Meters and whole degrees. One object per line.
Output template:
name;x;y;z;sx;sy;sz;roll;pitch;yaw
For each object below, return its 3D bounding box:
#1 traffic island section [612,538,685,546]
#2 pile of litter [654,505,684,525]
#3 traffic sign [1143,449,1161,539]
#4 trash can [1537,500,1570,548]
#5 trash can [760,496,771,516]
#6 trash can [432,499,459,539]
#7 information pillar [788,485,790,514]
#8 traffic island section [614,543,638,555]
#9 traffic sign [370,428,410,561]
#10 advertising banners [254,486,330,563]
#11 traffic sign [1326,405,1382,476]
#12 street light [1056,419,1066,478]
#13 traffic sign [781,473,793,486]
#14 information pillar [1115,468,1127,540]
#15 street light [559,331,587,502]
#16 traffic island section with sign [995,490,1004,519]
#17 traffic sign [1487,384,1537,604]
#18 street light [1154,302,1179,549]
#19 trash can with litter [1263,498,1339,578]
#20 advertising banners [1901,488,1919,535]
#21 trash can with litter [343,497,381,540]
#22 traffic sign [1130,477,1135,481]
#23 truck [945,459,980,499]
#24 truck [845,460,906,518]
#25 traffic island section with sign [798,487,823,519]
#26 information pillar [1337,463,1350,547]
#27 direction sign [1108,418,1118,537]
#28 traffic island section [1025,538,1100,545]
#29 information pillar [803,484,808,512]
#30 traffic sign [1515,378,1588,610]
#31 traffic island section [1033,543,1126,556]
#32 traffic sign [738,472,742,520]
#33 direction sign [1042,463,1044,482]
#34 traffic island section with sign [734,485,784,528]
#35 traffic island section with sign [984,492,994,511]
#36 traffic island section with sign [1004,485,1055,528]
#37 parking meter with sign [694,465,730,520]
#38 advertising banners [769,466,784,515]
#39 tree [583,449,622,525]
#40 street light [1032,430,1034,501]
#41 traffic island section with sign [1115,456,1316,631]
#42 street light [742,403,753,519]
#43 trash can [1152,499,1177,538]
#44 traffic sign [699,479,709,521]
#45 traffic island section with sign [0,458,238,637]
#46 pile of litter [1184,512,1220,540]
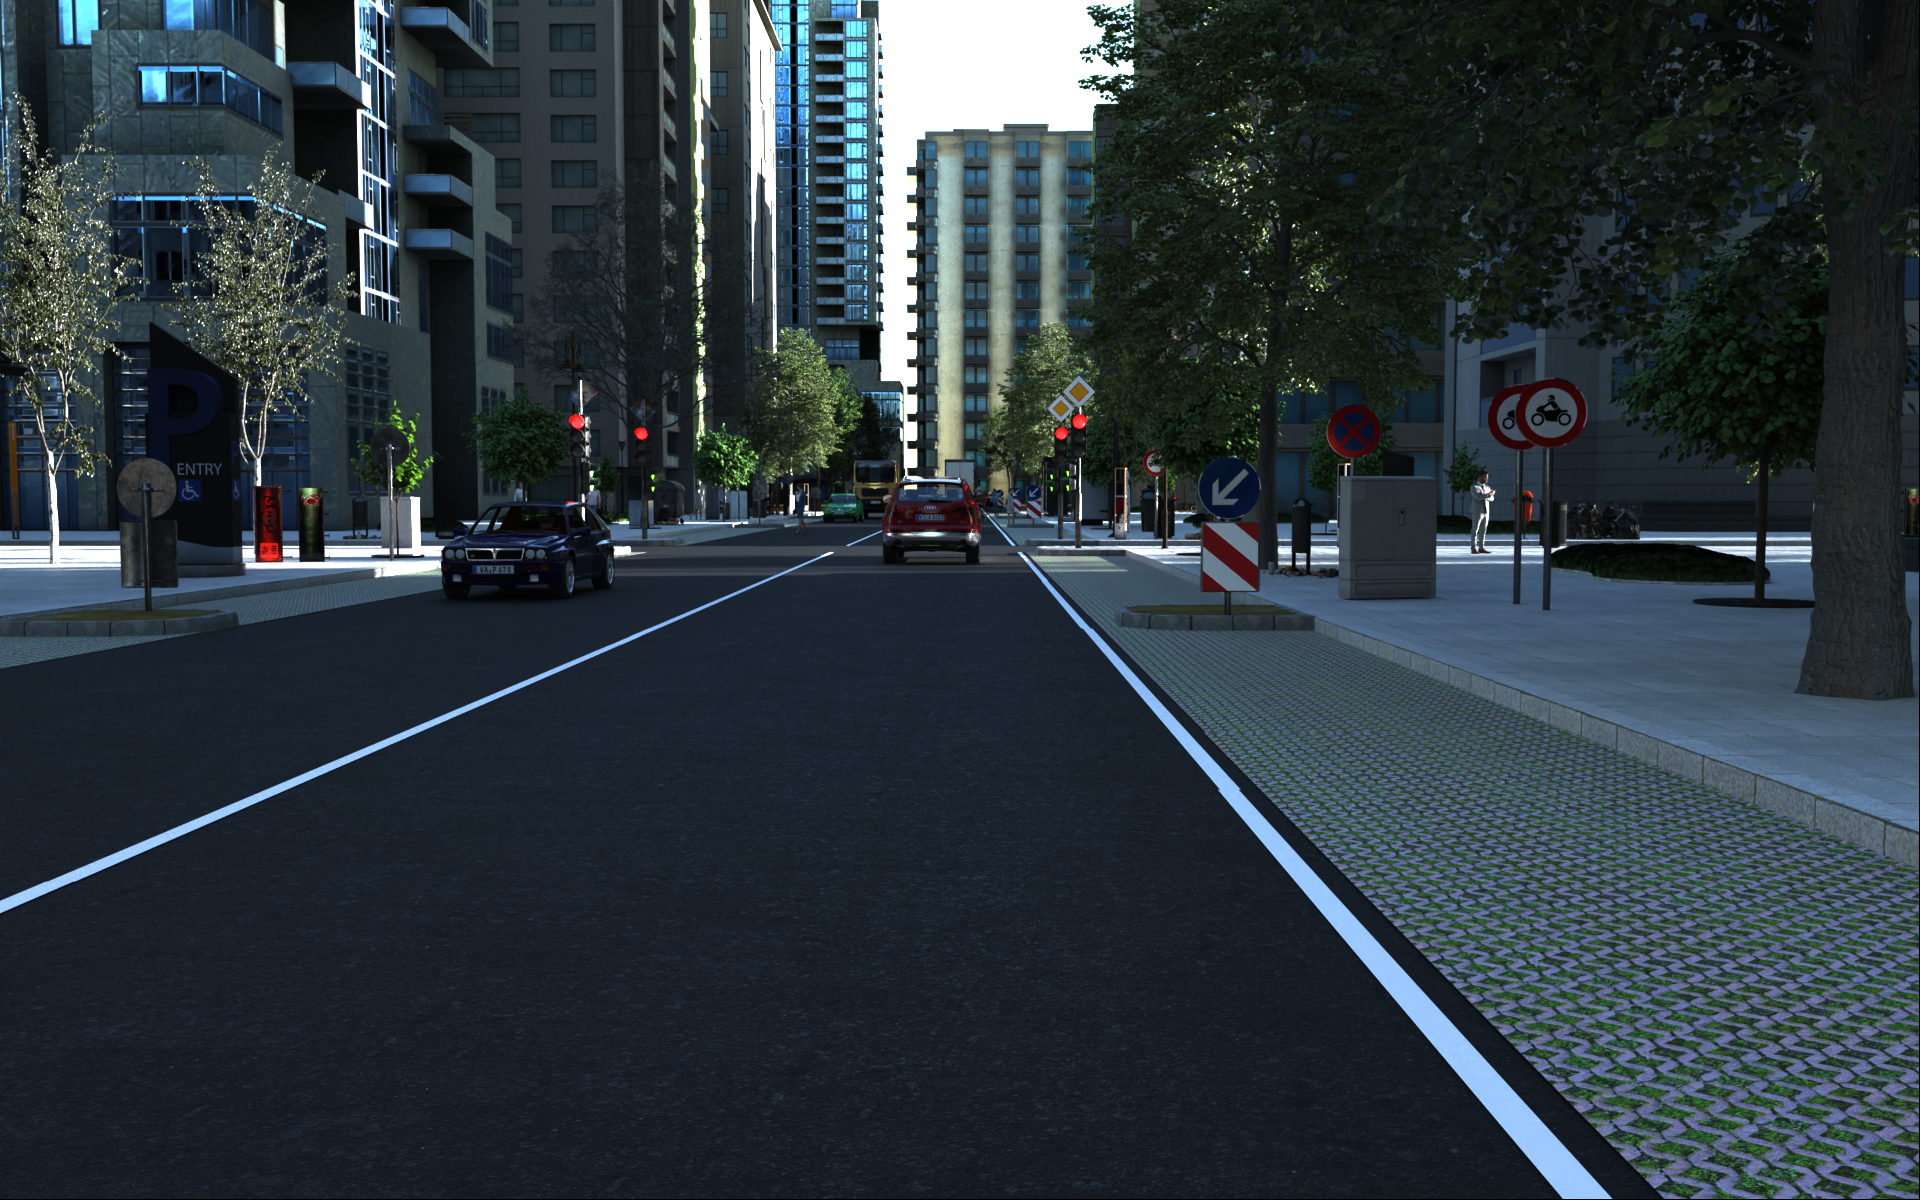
traffic island section;-8.972;-1.645;49.184;2.009;0.180;2.903;0;4;0
pile of litter;-12.129;-3.506;71.290;1.719;0.858;1.176;0;4;2
traffic sign;5.561;-2.995;49.078;0.768;2.556;0.104;0;4;7
trash can;14.177;-1.819;41.401;0.748;1.137;0.748;0;3;0
trash can;-11.561;-5.571;102.736;0.748;1.137;0.748;0;3;0
trash can;-14.594;-2.295;49.178;0.748;1.137;0.748;0;3;0
information pillar;-11.039;-6.512;110.967;0.304;2.012;0.304;0;4;-4
traffic island section;-9.011;-1.157;41.199;2.009;0.180;2.903;0;4;0
traffic sign;-10.925;-2.026;33.223;0.768;2.556;0.104;0;4;2
advertising banners;-12.910;-2.213;32.363;2.074;3.025;0.090;-2;4;-24
traffic sign;5.618;-1.509;24.772;0.768;2.556;0.104;0;4;7
street light;4.987;-6.856;84.890;0.468;5.910;1.993;0;4;0
traffic sign;-10.506;-6.429;105.225;0.768;2.556;0.104;0;4;2
information pillar;4.514;-2.700;48.631;0.304;2.012;0.304;1;4;14
street light;-10.998;-4.683;49.359;0.468;5.910;1.993;0;4;0
traffic island section with sign;3.119;-5.651;101.016;1.989;1.847;2.006;0;4;0
traffic sign;6.497;-1.225;20.133;0.768;2.556;0.104;0;4;7
street light;4.832;-4.151;40.649;0.468;5.910;1.993;0;4;0
trash can with litter;5.439;-0.986;27.179;1.678;1.210;2.233;-1;4;-16
advertising banners;22.341;-2.652;39.545;2.074;3.025;0.090;-1;4;-18
trash can with litter;-16.848;-2.364;49.712;1.678;1.210;2.233;2;4;26
traffic sign;6.849;-4.336;71.001;0.768;2.556;0.104;0;4;8
truck;0.169;-9.563;145.269;2.839;4.237;11.283;0;4;2
truck;-4.926;-6.497;102.143;3.469;3.379;9.791;0;4;-2
traffic island section with sign;-8.395;-5.652;101.039;1.989;1.847;2.006;0;4;0
information pillar;9.289;-2.274;41.675;0.304;2.012;0.304;-2;4;-25
direction sign;4.571;-3.625;51.268;0.379;3.537;0.876;0;4;-6
traffic island section;2.869;-1.642;49.121;2.009;0.180;2.903;0;4;0
information pillar;-11.079;-7.338;124.462;0.304;2.012;0.304;-1;4;-22
traffic sign;6.484;-1.160;19.072;0.768;2.556;0.104;1;4;10
traffic island section;2.830;-1.153;41.136;2.009;0.180;2.903;0;4;0
traffic sign;-10.788;-5.161;84.493;0.768;2.556;0.104;0;4;4
direction sign;5.597;-7.182;109.417;0.876;3.537;0.379;1;4;18
traffic island section with sign;-8.527;-3.985;73.786;1.989;1.847;2.006;0;4;0
traffic island section with sign;3.365;-8.734;151.434;1.989;1.847;2.006;0;4;0
traffic island section with sign;3.002;-3.981;73.720;1.989;1.847;2.006;0;4;0
parking meter with sign;-12.379;-5.527;86.625;1.738;3.016;0.543;0;4;1
advertising banners;-11.274;-6.764;106.772;0.090;3.025;2.074;1;4;19
tree;-14.976;-4.820;73.405;1.663;3.219;1.824;0;3;0
street light;5.226;-9.225;123.609;0.468;5.910;1.993;0;4;0
traffic island section with sign;2.734;-0.635;19.005;1.989;1.847;2.006;0;4;0
street light;-10.782;-7.056;88.158;0.468;5.910;1.993;0;4;0
trash can;5.934;-2.364;50.308;0.748;1.137;0.748;0;3;0
traffic sign;-12.243;-5.098;83.455;0.768;2.556;0.104;1;4;9
traffic island section with sign;-8.801;-0.588;18.234;1.989;1.847;2.006;0;4;0
pile of litter;6.902;-2.131;48.813;1.176;0.858;1.719;0;4;4
